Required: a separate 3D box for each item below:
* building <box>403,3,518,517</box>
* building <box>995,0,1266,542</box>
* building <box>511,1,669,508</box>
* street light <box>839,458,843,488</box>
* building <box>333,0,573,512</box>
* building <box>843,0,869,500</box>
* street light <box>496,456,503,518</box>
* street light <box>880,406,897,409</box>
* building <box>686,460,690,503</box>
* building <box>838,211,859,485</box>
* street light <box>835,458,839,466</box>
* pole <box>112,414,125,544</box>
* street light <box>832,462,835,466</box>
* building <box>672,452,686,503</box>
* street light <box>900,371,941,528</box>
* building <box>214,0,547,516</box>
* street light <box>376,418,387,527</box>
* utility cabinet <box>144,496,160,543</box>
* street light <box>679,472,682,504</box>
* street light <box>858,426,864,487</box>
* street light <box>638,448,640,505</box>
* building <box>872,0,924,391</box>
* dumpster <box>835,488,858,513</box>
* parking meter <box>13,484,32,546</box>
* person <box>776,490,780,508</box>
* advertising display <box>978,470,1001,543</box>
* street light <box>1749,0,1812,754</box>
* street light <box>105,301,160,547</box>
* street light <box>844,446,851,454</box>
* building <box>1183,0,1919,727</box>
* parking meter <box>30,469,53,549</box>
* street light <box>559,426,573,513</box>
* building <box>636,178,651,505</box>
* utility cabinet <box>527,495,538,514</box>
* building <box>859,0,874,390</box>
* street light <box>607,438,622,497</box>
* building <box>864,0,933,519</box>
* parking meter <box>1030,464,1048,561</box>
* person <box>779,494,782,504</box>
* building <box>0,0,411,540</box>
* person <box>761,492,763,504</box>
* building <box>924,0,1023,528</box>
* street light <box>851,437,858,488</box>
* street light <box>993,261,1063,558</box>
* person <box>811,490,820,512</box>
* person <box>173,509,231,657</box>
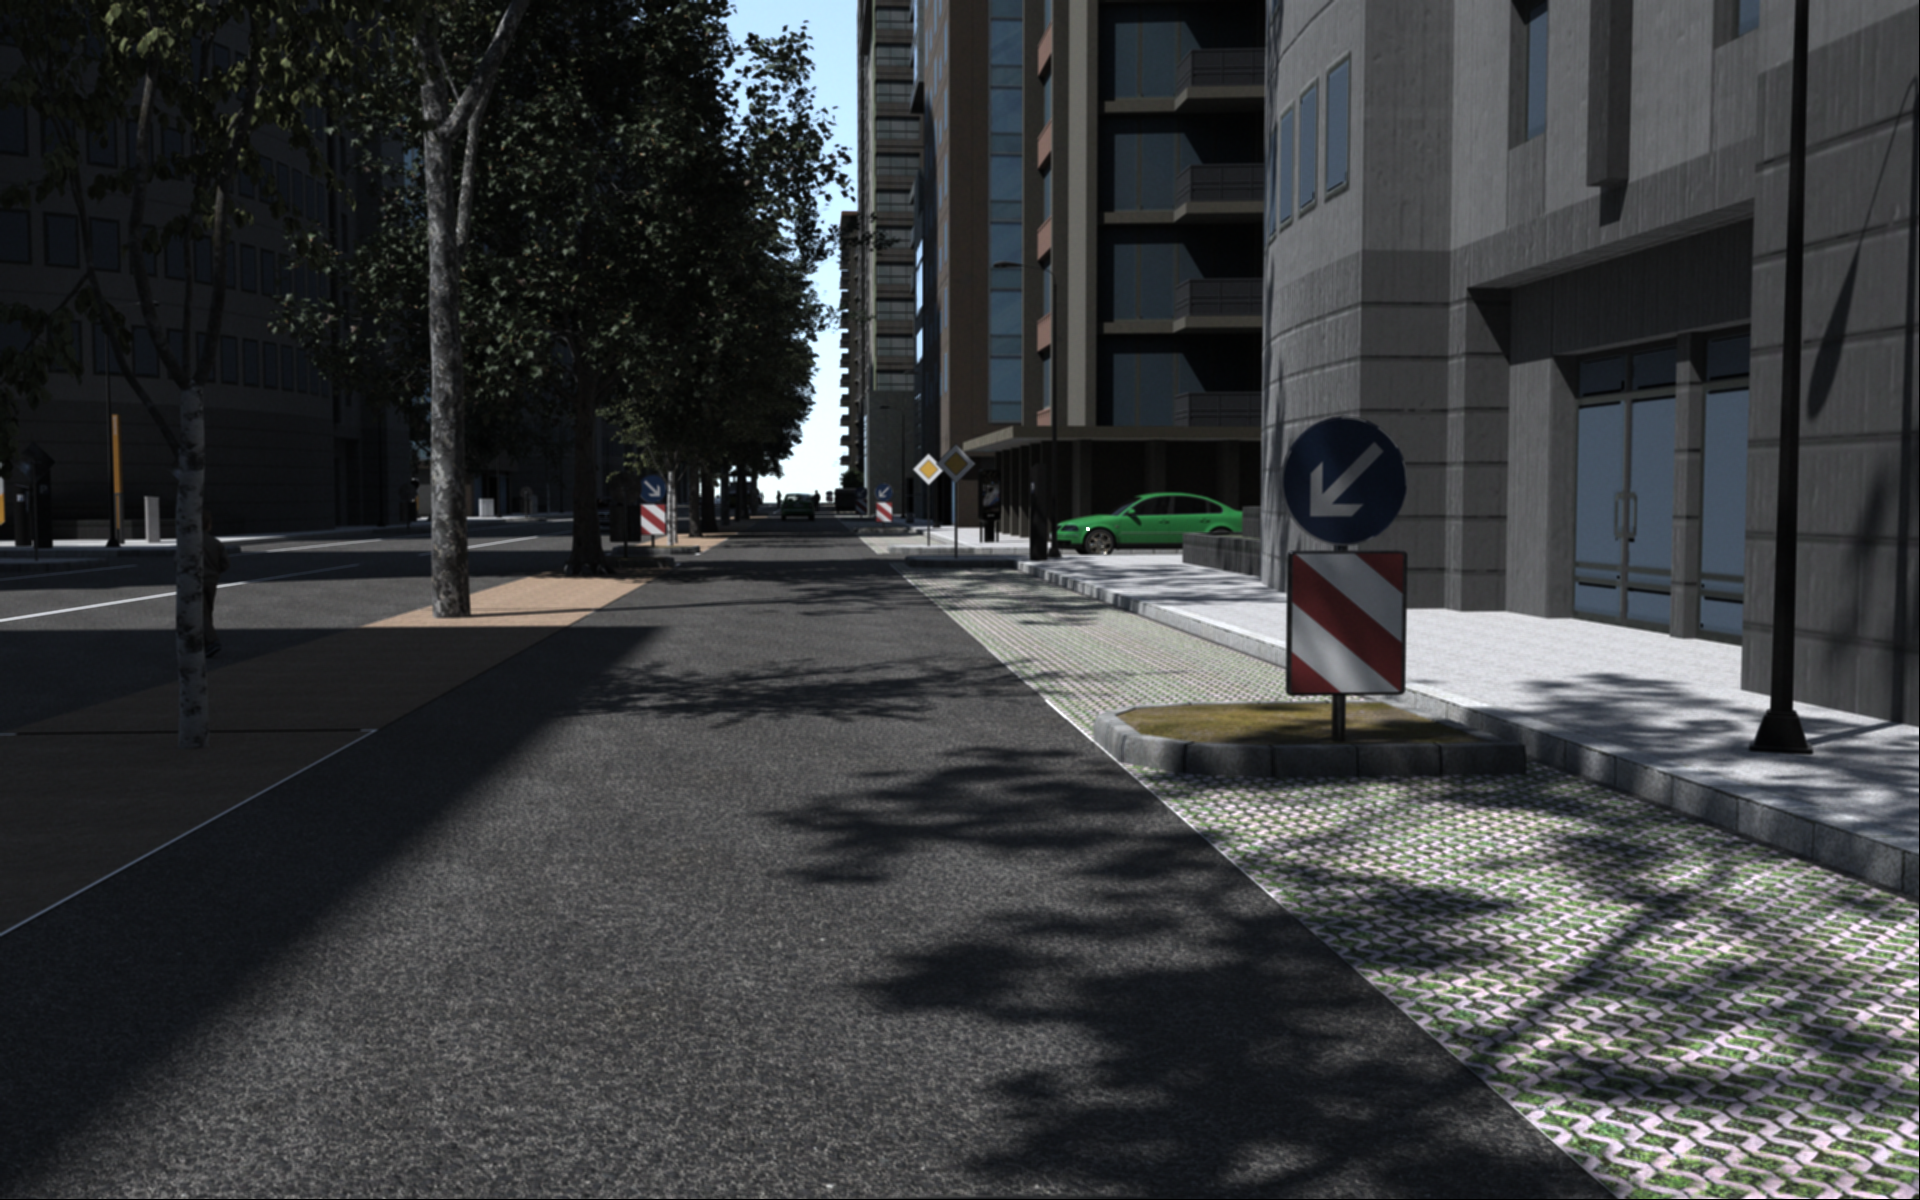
[{"bbox_3d":[-34.443,-27.613,101.590,14.600,45.320,14.200,0,4,-5],"label":"building"},{"bbox_3d":[14.790,-24.449,54.367,28.867,44.769,22.147,0,4,-5],"label":"building"},{"bbox_3d":[-47.371,-40.925,211.118,21.231,58.520,28.212,0,4,-5],"label":"building"},{"bbox_3d":[-12.428,-13.510,193.424,1.470,5.913,1.316,0,4,-5],"label":"street light"},{"bbox_3d":[-41.341,-37.550,155.940,21.231,58.520,28.212,0,4,-5],"label":"building"},{"bbox_3d":[-5.714,-48.862,237.139,20.563,71.187,20.611,0,4,-5],"label":"building"},{"bbox_3d":[-24.464,-7.417,93.810,1.470,5.913,1.316,0,4,-5],"label":"street light"},{"bbox_3d":[-3.541,-7.280,91.569,1.470,5.913,1.316,0,4,-5],"label":"street light"},{"bbox_3d":[-47.093,-35.331,261.250,14.154,41.232,14.086,0,4,-5],"label":"building"},{"bbox_3d":[-7.167,-37.185,262.606,22.147,44.769,28.867,0,4,-5],"label":"building"},{"bbox_3d":[-15.136,-15.395,224.256,1.470,5.913,1.316,0,4,-5],"label":"street light"},{"bbox_3d":[-21.609,-3.096,44.460,0.158,3.312,0.155,0,3,0],"label":"pole"},{"bbox_3d":[-19.648,-18.578,276.283,1.470,5.913,1.316,0,4,-5],"label":"street light"},{"bbox_3d":[-45.074,-33.605,233.034,14.154,41.232,14.086,0,4,-5],"label":"building"},{"bbox_3d":[-1.426,-5.688,65.543,1.470,5.913,1.316,0,4,-5],"label":"street light"},{"bbox_3d":[-39.036,-35.833,127.874,21.231,58.520,28.212,0,4,-5],"label":"building"},{"bbox_3d":[-22.155,-5.826,67.801,1.470,5.913,1.316,0,4,-5],"label":"street light"},{"bbox_3d":[-21.451,-2.132,46.021,0.306,1.237,1.020,-2,4,-29],"label":"utility cabinet"},{"bbox_3d":[-35.994,-15.520,226.298,1.470,5.913,1.316,0,4,-5],"label":"street light"},{"bbox_3d":[-5.974,-8.870,117.567,1.470,5.913,1.316,0,4,-5],"label":"street light"},{"bbox_3d":[-31.122,-12.103,170.424,1.470,5.913,1.316,0,4,-5],"label":"street light"},{"bbox_3d":[0.487,-27.243,129.024,14.154,41.232,14.086,0,4,-5],"label":"building"},{"bbox_3d":[-8.565,-7.522,131.200,1.865,1.857,1.264,0,4,-6],"label":"dumpster"},{"bbox_3d":[-23.078,-2.094,42.651,0.372,1.533,0.369,0,3,0],"label":"parking meter"},{"bbox_3d":[-18.969,-10.525,180.589,0.705,1.822,1.348,-1,4,-20],"label":"person"},{"bbox_3d":[0.785,-2.505,46.171,0.123,1.923,0.974,2,4,32],"label":"advertising display"},{"bbox_3d":[3.585,-2.199,8.488,1.470,5.913,1.316,0,4,-5],"label":"street light"},{"bbox_3d":[-19.960,-4.235,41.782,1.470,5.913,1.316,0,4,-5],"label":"street light"},{"bbox_3d":[-10.194,-11.919,167.409,1.470,5.913,1.316,0,4,-5],"label":"street light"},{"bbox_3d":[14.700,-29.260,20.409,21.231,58.520,28.212,0,4,-5],"label":"building"},{"bbox_3d":[-21.690,-2.151,40.883,0.255,1.863,0.399,3,5,39],"label":"parking meter"},{"bbox_3d":[-26.448,-8.846,117.168,1.470,5.913,1.316,0,4,-5],"label":"street light"},{"bbox_3d":[-39.717,-30.226,177.797,14.154,41.232,14.086,0,4,-5],"label":"building"},{"bbox_3d":[-27.152,-6.036,109.854,0.306,1.237,1.020,1,4,14],"label":"utility cabinet"},{"bbox_3d":[4.370,-36.154,180.352,28.713,52.752,27.495,0,4,-5],"label":"building"},{"bbox_3d":[-28.684,-10.468,143.689,1.470,5.913,1.316,0,4,-5],"label":"street light"},{"bbox_3d":[5.897,-48.231,101.253,22.319,86.520,31.000,0,4,-5],"label":"building"},{"bbox_3d":[1.521,-1.699,33.496,0.255,1.863,0.399,-1,4,-15],"label":"parking meter"},{"bbox_3d":[-26.973,-15.288,258.536,0.705,1.814,1.350,-3,5,-41],"label":"person"},{"bbox_3d":[-32.918,-31.566,58.111,21.231,58.520,28.212,0,4,-5],"label":"building"},{"bbox_3d":[-27.481,-14.193,241.240,0.721,1.739,1.217,-2,4,-32],"label":"person"},{"bbox_3d":[5.861,-25.794,71.849,14.600,45.320,14.200,0,4,-5],"label":"building"},{"bbox_3d":[-7.907,-10.328,141.398,1.470,5.913,1.316,0,4,-5],"label":"street light"},{"bbox_3d":[1.360,-3.805,34.745,1.470,5.913,1.316,0,4,-5],"label":"street light"},{"bbox_3d":[-11.856,-8.119,141.778,0.750,1.759,0.617,-3,4,-37],"label":"person"},{"bbox_3d":[-6.692,-0.153,15.276,0.640,1.303,0.475,3,5,40],"label":"person"}]
